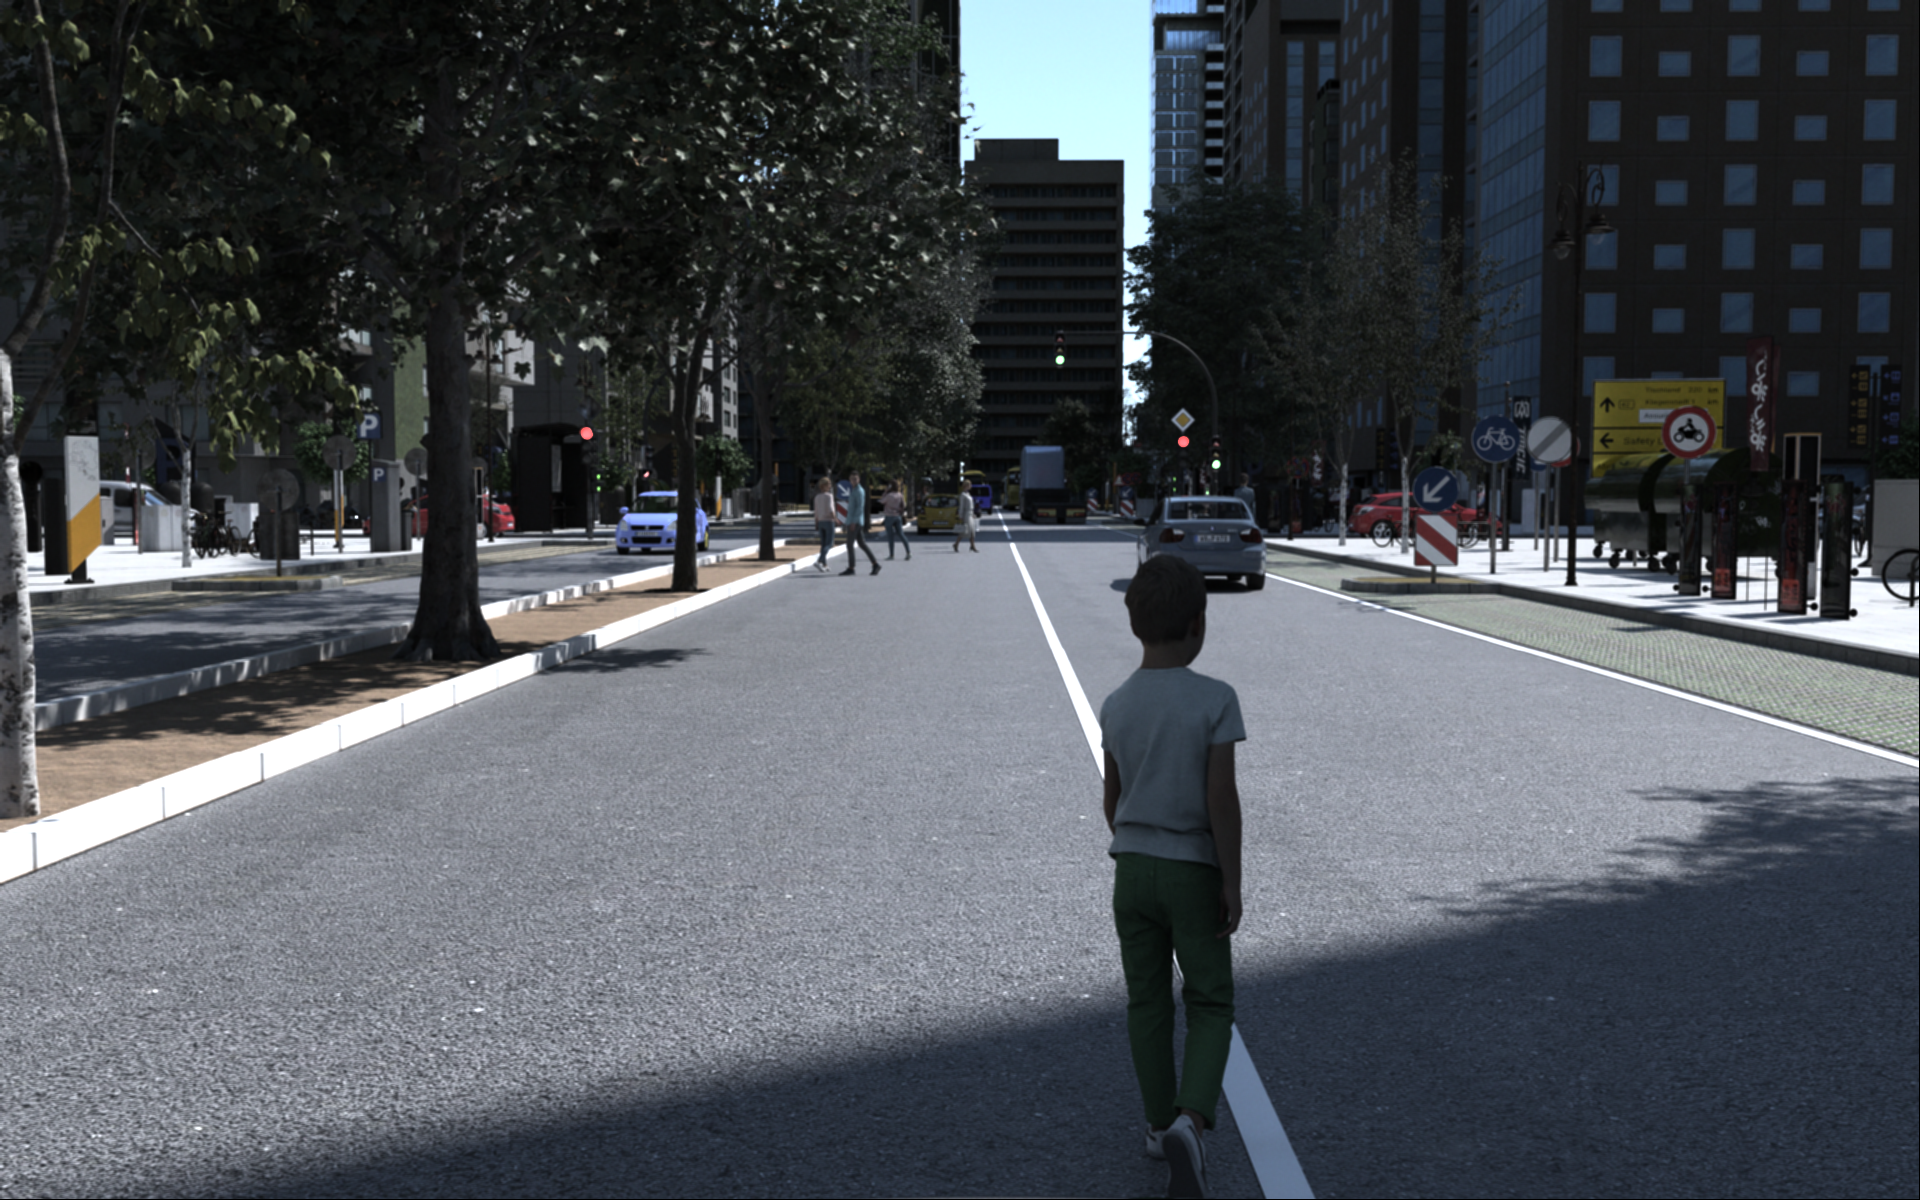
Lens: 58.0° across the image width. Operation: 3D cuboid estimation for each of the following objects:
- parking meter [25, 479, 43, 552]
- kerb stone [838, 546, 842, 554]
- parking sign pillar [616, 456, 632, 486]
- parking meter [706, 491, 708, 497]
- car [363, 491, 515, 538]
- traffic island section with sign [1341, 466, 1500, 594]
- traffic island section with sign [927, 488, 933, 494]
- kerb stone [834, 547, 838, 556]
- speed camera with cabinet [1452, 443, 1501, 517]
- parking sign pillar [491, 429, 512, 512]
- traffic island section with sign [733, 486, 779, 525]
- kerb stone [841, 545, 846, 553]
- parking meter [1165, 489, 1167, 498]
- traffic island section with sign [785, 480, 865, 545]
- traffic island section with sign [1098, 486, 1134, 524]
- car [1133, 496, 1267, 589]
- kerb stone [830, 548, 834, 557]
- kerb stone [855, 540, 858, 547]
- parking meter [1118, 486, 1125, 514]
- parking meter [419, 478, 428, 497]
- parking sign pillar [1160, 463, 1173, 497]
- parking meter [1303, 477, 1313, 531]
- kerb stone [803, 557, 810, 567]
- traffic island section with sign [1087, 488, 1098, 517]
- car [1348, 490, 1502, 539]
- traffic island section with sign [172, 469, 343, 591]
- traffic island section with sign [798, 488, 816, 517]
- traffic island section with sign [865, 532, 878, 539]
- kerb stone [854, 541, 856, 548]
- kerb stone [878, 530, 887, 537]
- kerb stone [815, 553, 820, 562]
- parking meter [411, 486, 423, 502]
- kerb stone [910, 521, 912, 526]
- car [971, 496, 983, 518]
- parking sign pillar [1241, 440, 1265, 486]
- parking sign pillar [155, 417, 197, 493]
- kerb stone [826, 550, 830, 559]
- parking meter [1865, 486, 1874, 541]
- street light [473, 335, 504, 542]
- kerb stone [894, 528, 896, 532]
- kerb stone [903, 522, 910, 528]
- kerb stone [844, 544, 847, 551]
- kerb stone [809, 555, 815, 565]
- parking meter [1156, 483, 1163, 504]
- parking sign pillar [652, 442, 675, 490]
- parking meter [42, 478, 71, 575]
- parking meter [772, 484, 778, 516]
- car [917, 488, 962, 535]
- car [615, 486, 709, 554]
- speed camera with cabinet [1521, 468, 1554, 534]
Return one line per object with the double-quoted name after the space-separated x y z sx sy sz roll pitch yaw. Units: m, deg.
-20.638 -2.011 38.589 0.255 1.863 0.399 -1 4 -17 "parking meter"
-2.953 -1.144 40.927 0.120 0.150 1.000 0 4 1 "kerb stone"
-22.558 -7.834 116.563 1.447 3.967 1.447 2 4 27 "parking sign pillar"
-18.071 -6.993 122.743 0.372 1.533 0.369 0 3 0 "parking meter"
-15.819 -2.657 52.479 4.494 1.783 2.155 0 4 1 "car"
6.729 -1.039 25.611 1.989 1.847 2.006 0 4 1 "traffic island section with sign"
-2.383 -7.550 131.581 2.006 1.907 1.989 0 4 1 "traffic island section with sign"
-2.971 -1.080 39.905 0.120 0.150 1.000 0 4 1 "kerb stone"
19.745 -4.419 66.592 0.660 3.252 2.038 -3 5 -42 "speed camera with cabinet"
-18.752 -5.033 70.760 1.447 3.967 1.447 -2 4 -35 "parking sign pillar"
-9.553 -4.458 81.509 1.989 1.847 2.006 0 4 1 "traffic island section with sign"
-2.935 -1.203 41.949 0.120 0.150 1.000 0 4 1 "kerb stone"
11.125 -5.270 94.575 0.372 1.533 0.369 0 3 0 "parking meter"
-3.854 -2.502 49.048 2.006 1.907 1.989 0 4 1 "traffic island section with sign"
7.737 -4.496 82.137 1.989 1.847 2.006 0 4 1 "traffic island section with sign"
3.763 -0.939 27.350 2.014 1.417 4.499 0 4 2 "car"
-2.993 -1.021 38.883 0.120 0.150 1.000 0 4 1 "kerb stone"
-2.857 -1.459 46.053 0.120 0.150 1.000 0 4 1 "kerb stone"
10.137 -6.306 108.810 0.399 1.863 0.255 -2 4 -28 "parking meter"
-19.188 -3.447 62.062 0.399 1.863 0.255 0 4 -8 "parking meter"
14.676 -8.122 121.264 1.447 3.967 1.447 3 5 43 "parking sign pillar"
12.134 -3.346 60.419 0.255 1.863 0.399 3 4 38 "parking meter"
-3.084 -0.707 33.756 0.120 0.150 1.000 0 4 1 "kerb stone"
8.225 -6.179 109.651 1.989 1.847 2.006 0 4 1 "traffic island section with sign"
13.763 -2.573 51.107 4.494 1.783 2.155 0 4 2 "car"
-10.531 -1.078 26.260 1.989 1.847 2.006 0 4 1 "traffic island section with sign"
-9.058 -6.112 108.561 1.989 1.847 2.006 0 4 1 "traffic island section with sign"
-3.713 -2.955 56.454 2.006 1.907 1.989 0 4 1 "traffic island section with sign"
-2.878 -1.389 45.021 0.120 0.150 1.000 0 4 1 "kerb stone"
-2.637 -2.241 58.848 0.120 0.150 1.000 0 4 1 "kerb stone"
-3.044 -0.833 35.807 0.120 0.150 1.000 0 4 1 "kerb stone"
-17.689 -2.937 56.428 0.372 1.533 0.369 0 3 0 "parking meter"
-2.326 -3.306 76.252 0.120 0.150 1.000 0 4 1 "kerb stone"
0.421 -5.703 105.820 1.945 1.354 3.894 0 4 2 "car"
13.884 -5.740 82.319 1.447 3.967 1.447 -3 4 -36 "parking sign pillar"
-27.346 -4.401 60.425 1.447 3.967 1.447 -1 4 -16 "parking sign pillar"
-3.000 -0.958 37.857 0.120 0.150 1.000 0 4 1 "kerb stone"
25.218 -2.412 47.854 0.372 1.533 0.369 0 3 0 "parking meter"
-12.523 -4.483 46.080 0.468 5.910 1.993 0 4 1 "street light"
-2.542 -2.553 63.963 0.120 0.150 1.000 0 4 1 "kerb stone"
-2.347 -3.244 75.230 0.120 0.150 1.000 0 4 1 "kerb stone"
-2.923 -1.269 42.975 0.120 0.150 1.000 0 4 1 "kerb stone"
-3.064 -0.770 34.785 0.120 0.150 1.000 0 4 1 "kerb stone"
9.958 -4.901 85.842 0.399 1.863 0.255 3 4 39 "parking meter"
-15.338 -6.161 89.204 1.447 3.967 1.447 1 4 15 "parking sign pillar"
-14.320 -1.165 27.457 0.372 1.533 0.369 0 3 0 "parking meter"
-11.009 -5.934 102.724 0.399 1.863 0.255 0 4 6 "parking meter"
-0.575 -3.152 61.752 2.015 1.641 3.980 0 4 3 "car"
-7.244 -1.998 42.252 1.945 1.707 3.694 0 4 2 "car"
18.917 -3.810 56.630 0.660 3.252 2.038 2 4 31 "speed camera with cabinet"
